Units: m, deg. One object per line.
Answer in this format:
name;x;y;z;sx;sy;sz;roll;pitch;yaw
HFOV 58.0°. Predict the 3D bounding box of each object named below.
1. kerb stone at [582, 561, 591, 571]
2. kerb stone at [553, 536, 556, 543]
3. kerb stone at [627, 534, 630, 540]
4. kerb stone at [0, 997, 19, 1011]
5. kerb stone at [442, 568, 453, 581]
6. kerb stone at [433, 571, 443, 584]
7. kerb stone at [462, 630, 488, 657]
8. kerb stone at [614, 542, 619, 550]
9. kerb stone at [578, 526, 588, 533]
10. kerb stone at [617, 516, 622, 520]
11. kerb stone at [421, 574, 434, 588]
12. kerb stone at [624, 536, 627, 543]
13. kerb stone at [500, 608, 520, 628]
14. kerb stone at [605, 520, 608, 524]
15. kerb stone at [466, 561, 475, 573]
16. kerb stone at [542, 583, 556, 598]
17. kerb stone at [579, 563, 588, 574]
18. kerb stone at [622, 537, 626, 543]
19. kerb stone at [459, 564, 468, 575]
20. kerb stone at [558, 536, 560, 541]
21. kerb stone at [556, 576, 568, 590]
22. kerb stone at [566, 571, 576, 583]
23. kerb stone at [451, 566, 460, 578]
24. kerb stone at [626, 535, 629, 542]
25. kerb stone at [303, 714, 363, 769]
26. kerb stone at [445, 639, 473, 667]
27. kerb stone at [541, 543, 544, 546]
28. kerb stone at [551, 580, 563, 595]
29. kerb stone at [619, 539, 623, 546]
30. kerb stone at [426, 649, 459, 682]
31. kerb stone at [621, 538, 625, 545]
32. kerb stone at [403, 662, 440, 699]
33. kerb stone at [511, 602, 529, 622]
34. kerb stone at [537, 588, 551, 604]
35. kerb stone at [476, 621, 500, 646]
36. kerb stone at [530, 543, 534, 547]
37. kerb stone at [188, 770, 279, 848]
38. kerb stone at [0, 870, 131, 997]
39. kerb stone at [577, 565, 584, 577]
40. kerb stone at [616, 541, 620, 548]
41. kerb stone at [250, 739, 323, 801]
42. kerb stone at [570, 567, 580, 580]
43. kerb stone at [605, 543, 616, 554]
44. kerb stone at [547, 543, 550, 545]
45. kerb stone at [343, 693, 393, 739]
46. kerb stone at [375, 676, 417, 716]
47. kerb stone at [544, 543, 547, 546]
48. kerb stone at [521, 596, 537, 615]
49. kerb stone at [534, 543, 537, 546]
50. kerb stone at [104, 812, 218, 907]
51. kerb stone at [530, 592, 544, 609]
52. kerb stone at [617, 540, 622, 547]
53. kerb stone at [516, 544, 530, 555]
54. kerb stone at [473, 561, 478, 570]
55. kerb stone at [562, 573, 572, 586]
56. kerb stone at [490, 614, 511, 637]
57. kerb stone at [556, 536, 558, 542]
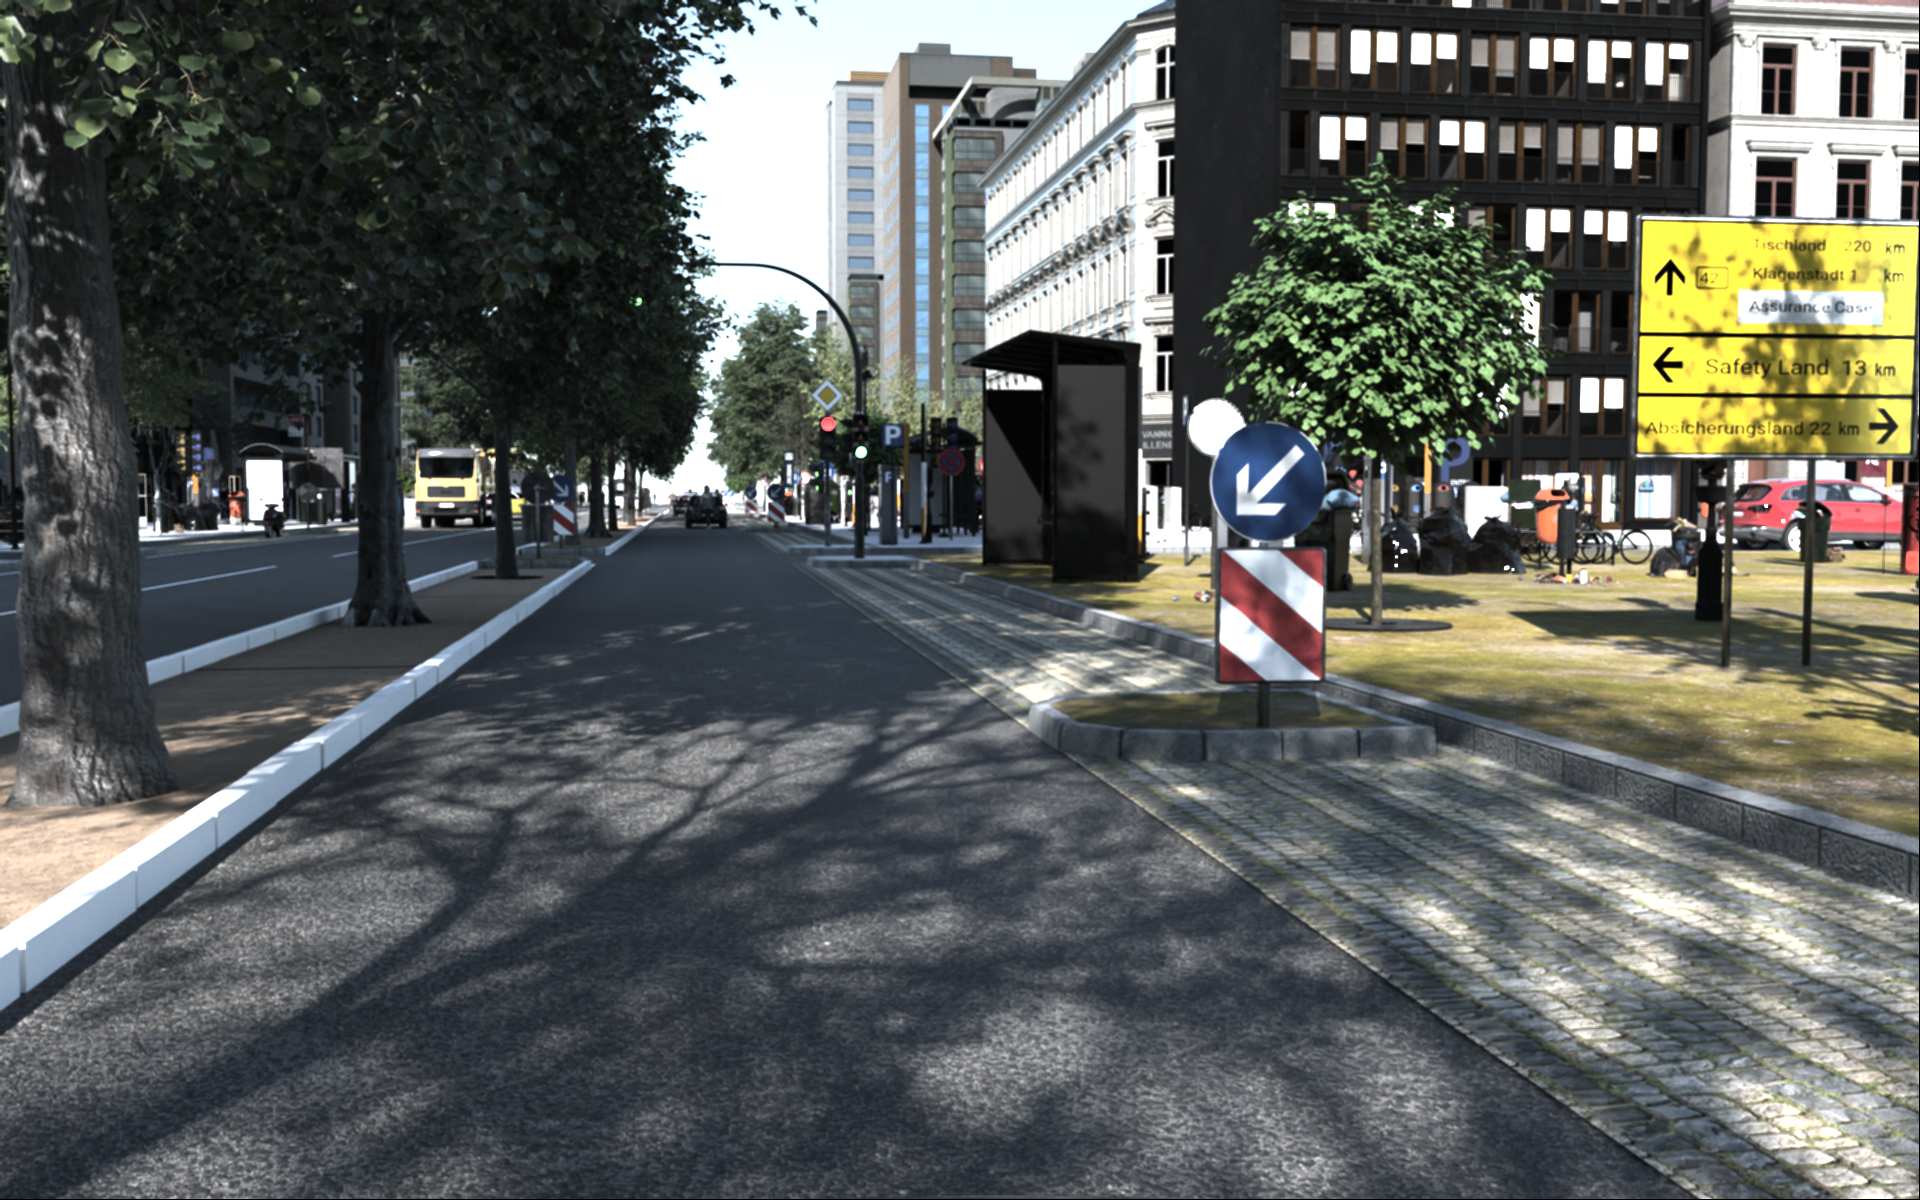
kerb stone;-6.917;-0.584;31.807;0.120;0.150;1.000;-1;4;-9
kerb stone;-11.890;-1.709;50.213;0.120;0.150;1.000;-1;4;-9
kerb stone;-9.991;-1.801;51.635;0.120;0.150;1.000;-1;4;-9
kerb stone;-2.663;1.088;4.432;0.120;0.150;1.000;-1;4;-9
kerb stone;-8.508;-0.381;28.446;0.120;0.150;1.000;-1;4;-9
kerb stone;-8.360;-0.320;27.434;0.120;0.150;1.000;-1;4;-9
kerb stone;-4.400;0.406;15.601;0.120;0.150;1.000;-1;4;-9
kerb stone;-8.727;-1.305;43.537;0.120;0.150;1.000;-1;4;-9
kerb stone;-14.257;-2.644;65.430;0.120;0.150;1.000;-1;4;-9
kerb stone;-19.758;-4.812;100.889;0.120;0.150;1.000;-1;4;-9
kerb stone;-8.196;-0.258;26.419;0.120;0.150;1.000;-1;4;-9
kerb stone;-9.680;-1.673;49.602;0.120;0.150;1.000;-1;4;-9
kerb stone;-4.881;0.217;18.647;0.120;0.150;1.000;-1;4;-9
kerb stone;-17.560;-3.945;86.699;0.120;0.150;1.000;-1;4;-9
kerb stone;-8.987;-0.568;31.486;0.120;0.150;1.000;-1;4;-9
kerb stone;-5.662;-0.093;23.713;0.120;0.150;1.000;-1;4;-9
kerb stone;-6.749;-0.526;30.799;0.120;0.150;1.000;-1;4;-9
kerb stone;-9.517;-1.615;48.593;0.120;0.150;1.000;-1;4;-9
kerb stone;-8.831;-0.506;30.471;0.120;0.150;1.000;-1;4;-9
kerb stone;-12.210;-1.833;52.246;0.120;0.150;1.000;-1;4;-9
kerb stone;-5.968;-0.217;25.736;0.120;0.150;1.000;-1;4;-9
kerb stone;-6.287;-0.332;27.756;0.120;0.150;1.000;-1;4;-9
kerb stone;-8.670;-0.441;29.459;0.120;0.150;1.000;-1;4;-9
kerb stone;-9.825;-1.737;50.617;0.120;0.150;1.000;-1;4;-9
kerb stone;-3.449;0.776;9.507;0.120;0.150;1.000;-1;4;-9
kerb stone;-4.244;0.466;14.581;0.120;0.150;1.000;-1;4;-9
kerb stone;-11.267;-1.466;46.168;0.120;0.150;1.000;-1;4;-9
kerb stone;-5.806;-0.155;24.725;0.120;0.150;1.000;-1;4;-9
kerb stone;-9.207;-1.491;46.567;0.120;0.150;1.000;-1;4;-9
kerb stone;-4.076;0.528;13.567;0.120;0.150;1.000;-1;4;-9
kerb stone;-9.359;-1.552;47.578;0.120;0.150;1.000;-1;4;-9
kerb stone;-3.925;0.590;12.551;0.120;0.150;1.000;-1;4;-9
kerb stone;-5.028;0.159;19.662;0.120;0.150;1.000;-1;4;-9
kerb stone;-5.500;-0.024;22.699;0.120;0.150;1.000;-1;4;-9
kerb stone;-4.552;0.341;16.621;0.120;0.150;1.000;-1;4;-9
kerb stone;-10.790;-1.281;43.132;0.120;0.150;1.000;-1;4;-9
kerb stone;-3.136;0.903;7.481;0.120;0.150;1.000;-1;4;-9
kerb stone;-2.818;1.027;5.455;0.120;0.150;1.000;-1;4;-9
kerb stone;-6.596;-0.464;29.784;0.120;0.150;1.000;-1;4;-9
kerb stone;-8.889;-1.367;44.546;0.120;0.150;1.000;-1;4;-9
kerb stone;-3.303;0.838;8.490;0.120;0.150;1.000;-1;4;-9
kerb stone;-6.444;-0.402;28.766;0.120;0.150;1.000;-1;4;-9
kerb stone;-8.581;-1.243;42.525;0.120;0.150;1.000;-1;4;-9
kerb stone;-11.583;-1.588;48.189;0.120;0.150;1.000;-1;4;-9
kerb stone;-3.608;0.716;10.524;0.120;0.150;1.000;-1;4;-9
kerb stone;-3.772;0.654;11.533;0.120;0.150;1.000;-1;4;-9
kerb stone;-11.423;-1.528;47.180;0.120;0.150;1.000;-1;4;-9
kerb stone;-5.181;0.093;20.675;0.120;0.150;1.000;-1;4;-9
kerb stone;-10.947;-1.340;44.147;0.120;0.150;1.000;-1;4;-9
kerb stone;-2.980;0.968;6.470;0.120;0.150;1.000;-1;4;-9
kerb stone;-5.339;0.031;21.687;0.120;0.150;1.000;-1;4;-9
kerb stone;-9.041;-1.428;45.557;0.120;0.150;1.000;-1;4;-9
kerb stone;-10.635;-1.217;42.122;0.120;0.150;1.000;-1;4;-9
kerb stone;-9.150;-0.630;32.503;0.120;0.150;1.000;-1;4;-9
kerb stone;-6.126;-0.278;26.746;0.120;0.150;1.000;-1;4;-9
kerb stone;-4.713;0.279;17.635;0.120;0.150;1.000;-1;4;-9
kerb stone;-12.053;-1.776;51.233;0.120;0.150;1.000;-1;4;-9
